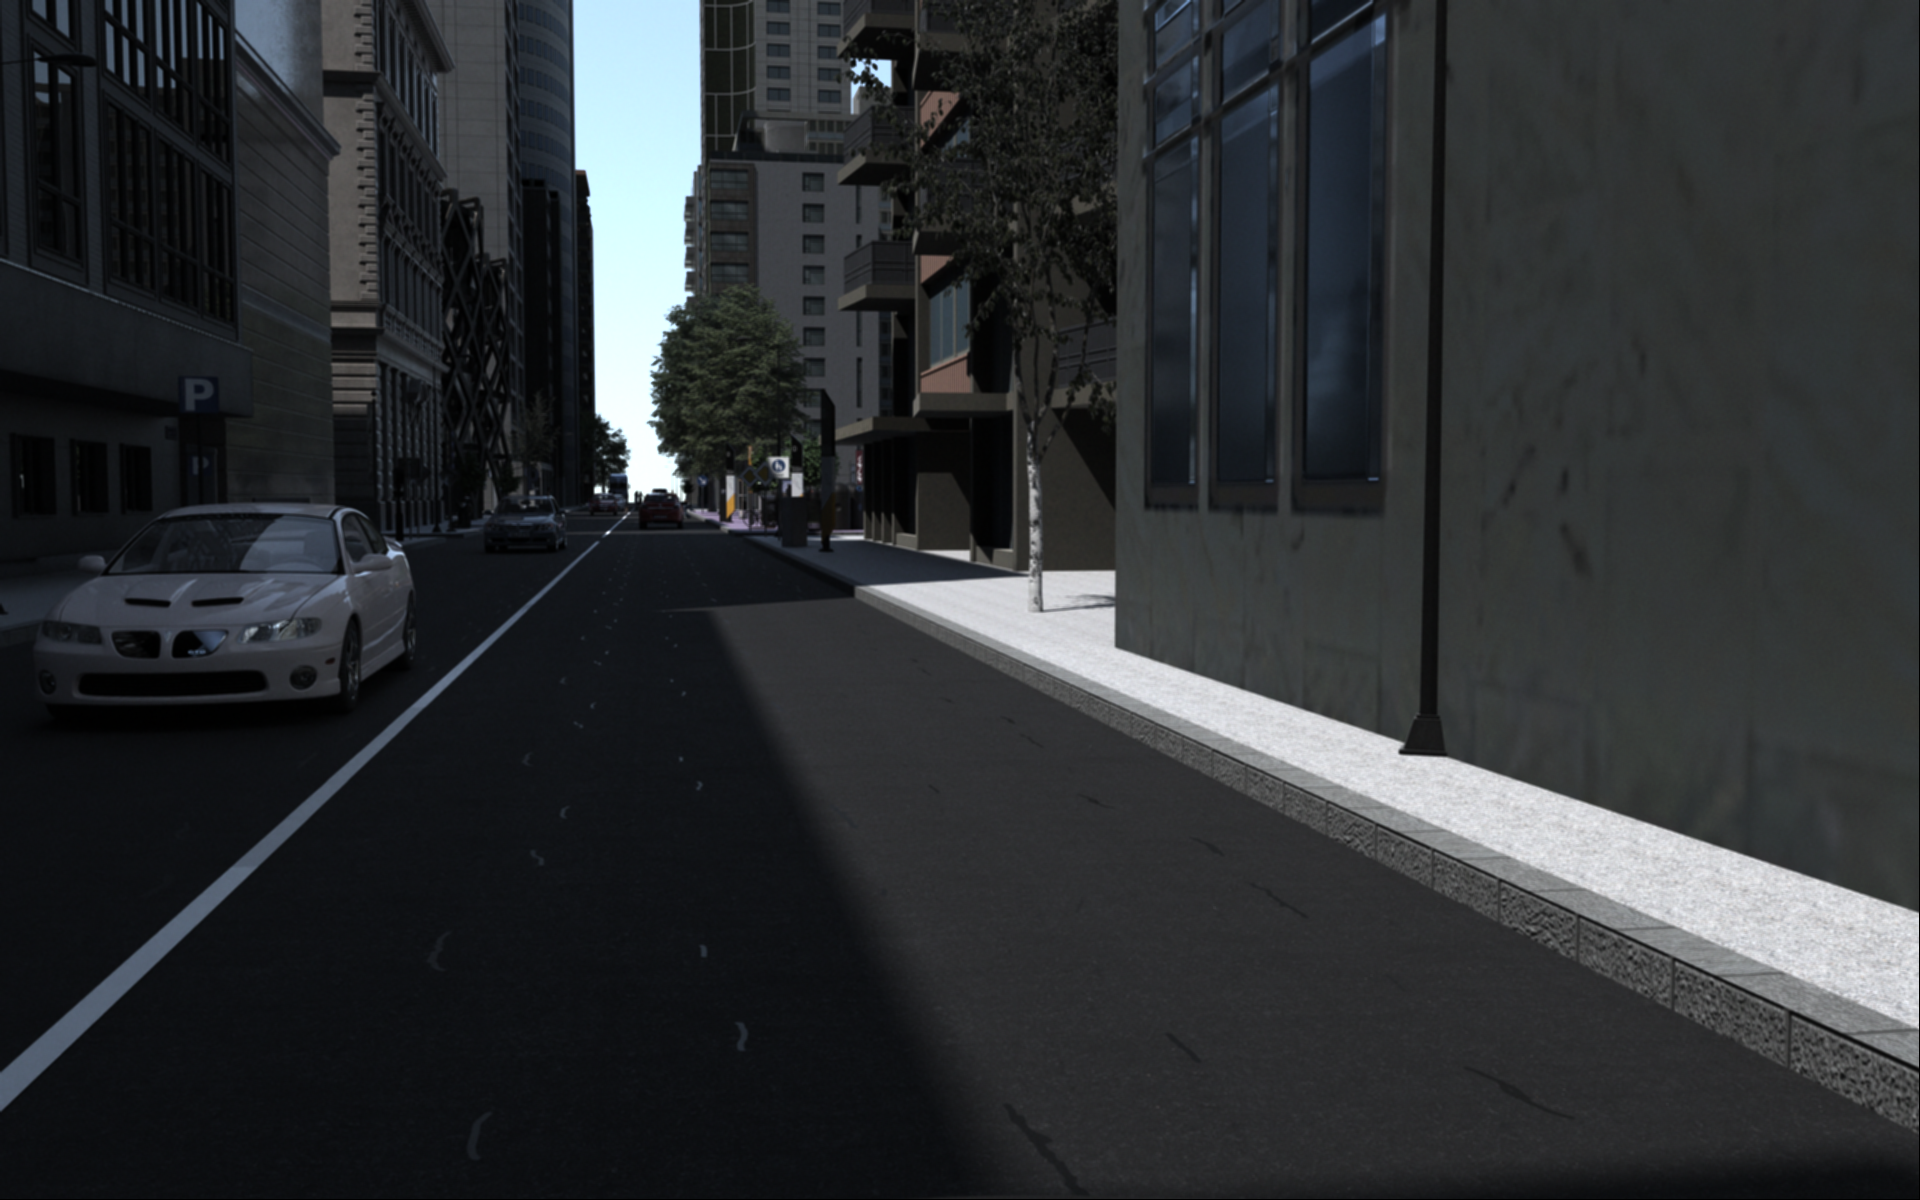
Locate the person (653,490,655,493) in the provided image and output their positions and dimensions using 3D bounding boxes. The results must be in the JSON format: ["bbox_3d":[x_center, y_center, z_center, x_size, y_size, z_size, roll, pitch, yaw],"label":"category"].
[{"bbox_3d":[-25.084,-8.147,142.227,1.217,1.766,0.721,-2,4,-26],"label":"person"}]

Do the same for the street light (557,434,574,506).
[{"bbox_3d":[-30.323,-9.804,132.838,1.470,5.913,1.316,-1,4,-10],"label":"street light"}]

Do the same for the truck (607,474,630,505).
[{"bbox_3d":[-46.246,-14.970,234.524,2.967,4.110,18.799,-1,4,-11],"label":"truck"}]

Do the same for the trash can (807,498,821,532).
[{"bbox_3d":[-4.991,-2.922,59.431,0.748,1.137,0.748,0,3,0],"label":"trash can"}]

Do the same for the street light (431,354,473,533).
[{"bbox_3d":[-16.850,-5.195,57.471,1.470,5.913,1.316,-1,4,-10],"label":"street light"}]

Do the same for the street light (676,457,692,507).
[{"bbox_3d":[-26.381,-11.810,165.630,1.470,5.913,1.316,-1,4,-10],"label":"street light"}]

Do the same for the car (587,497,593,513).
[{"bbox_3d":[-28.001,-7.478,134.849,1.945,1.354,3.894,-1,4,-11],"label":"car"}]

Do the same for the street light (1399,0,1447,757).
[{"bbox_3d":[1.803,-2.190,8.340,1.470,5.913,1.316,-1,4,-10],"label":"street light"}]

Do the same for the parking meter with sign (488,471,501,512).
[{"bbox_3d":[-33.275,-7.848,124.579,0.543,3.016,1.738,-3,5,-41],"label":"parking meter with sign"}]

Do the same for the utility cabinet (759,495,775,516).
[{"bbox_3d":[-11.477,-5.608,102.856,0.306,1.237,1.020,3,5,44],"label":"utility cabinet"}]

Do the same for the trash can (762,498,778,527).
[{"bbox_3d":[-7.312,-3.365,66.677,0.748,1.137,0.748,0,3,0],"label":"trash can"}]

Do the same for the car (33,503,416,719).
[{"bbox_3d":[-5.147,-0.018,12.657,2.083,1.381,4.827,-1,4,-10],"label":"car"}]

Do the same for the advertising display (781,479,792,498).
[{"bbox_3d":[-7.282,-4.226,74.314,0.974,1.923,0.123,-3,4,-37],"label":"advertising display"}]

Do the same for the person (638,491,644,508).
[{"bbox_3d":[-34.089,-10.715,184.482,1.217,1.735,0.721,2,4,26],"label":"person"}]

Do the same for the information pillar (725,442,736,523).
[{"bbox_3d":[-10.254,-5.264,77.415,0.504,3.616,0.183,2,4,35],"label":"information pillar"}]

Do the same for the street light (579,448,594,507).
[{"bbox_3d":[-37.971,-12.435,175.859,1.470,5.913,1.316,-1,4,-10],"label":"street light"}]

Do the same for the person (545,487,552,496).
[{"bbox_3d":[-21.691,-5.054,91.234,0.778,1.811,0.616,-1,4,-19],"label":"person"}]

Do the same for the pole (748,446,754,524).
[{"bbox_3d":[-8.856,-4.869,73.453,0.158,3.312,0.155,0,3,0],"label":"pole"}]

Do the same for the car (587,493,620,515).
[{"bbox_3d":[-24.165,-6.628,117.406,2.155,1.783,4.494,-1,4,-12],"label":"car"}]

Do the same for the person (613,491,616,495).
[{"bbox_3d":[-31.689,-9.152,158.953,1.217,1.723,0.721,1,4,14],"label":"person"}]

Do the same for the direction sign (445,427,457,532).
[{"bbox_3d":[-17.302,-4.085,58.792,0.379,3.537,0.876,0,4,2],"label":"direction sign"}]

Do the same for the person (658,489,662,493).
[{"bbox_3d":[-24.259,-8.072,140.114,1.348,1.869,0.705,0,4,2],"label":"person"}]

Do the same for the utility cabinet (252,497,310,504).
[{"bbox_3d":[-13.176,-1.375,33.651,1.020,1.237,0.306,-2,4,-30],"label":"utility cabinet"}]

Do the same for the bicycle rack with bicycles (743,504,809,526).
[{"bbox_3d":[-7.284,-3.441,69.640,2.925,0.926,2.852,-1,4,-20],"label":"bicycle rack with bicycles"}]

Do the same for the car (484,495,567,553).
[{"bbox_3d":[-10.991,-1.956,43.983,2.014,1.417,4.499,-1,4,-8],"label":"car"}]

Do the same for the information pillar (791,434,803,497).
[{"bbox_3d":[-6.397,-4.688,67.997,0.504,3.616,0.183,1,4,19],"label":"information pillar"}]

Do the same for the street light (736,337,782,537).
[{"bbox_3d":[-5.917,-4.825,51.424,1.470,5.913,1.316,-1,4,-10],"label":"street light"}]

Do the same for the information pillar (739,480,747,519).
[{"bbox_3d":[-11.112,-5.150,88.688,0.304,2.012,0.304,-3,5,-44],"label":"information pillar"}]

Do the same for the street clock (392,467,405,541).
[{"bbox_3d":[-15.264,-2.603,47.122,0.358,2.002,0.471,-2,4,-29],"label":"street clock"}]

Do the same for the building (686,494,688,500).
[{"bbox_3d":[-28.372,-36.066,281.556,32.217,40.220,23.993,-1,4,-10],"label":"building"}]

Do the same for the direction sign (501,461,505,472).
[{"bbox_3d":[-30.876,-7.659,117.225,0.379,3.537,0.876,-2,4,-34],"label":"direction sign"}]

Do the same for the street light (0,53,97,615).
[{"bbox_3d":[-9.798,-2.800,18.322,1.470,5.913,1.316,-1,4,-10],"label":"street light"}]

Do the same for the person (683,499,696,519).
[{"bbox_3d":[-15.633,-5.161,98.383,1.012,1.151,0.738,2,4,25],"label":"person"}]

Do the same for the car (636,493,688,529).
[{"bbox_3d":[-12.508,-3.890,72.639,2.155,1.783,4.494,-1,4,-8],"label":"car"}]

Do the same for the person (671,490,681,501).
[{"bbox_3d":[-22.420,-7.707,135.226,1.217,1.735,0.721,-1,4,-18],"label":"person"}]

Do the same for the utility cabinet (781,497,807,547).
[{"bbox_3d":[-4.054,-1.907,42.337,0.306,1.237,1.020,1,4,16],"label":"utility cabinet"}]

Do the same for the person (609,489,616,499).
[{"bbox_3d":[-29.323,-8.348,145.005,1.348,1.822,0.705,-3,5,-44],"label":"person"}]

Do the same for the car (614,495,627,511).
[{"bbox_3d":[-29.710,-8.366,149.146,2.083,1.381,4.827,-1,4,-9],"label":"car"}]

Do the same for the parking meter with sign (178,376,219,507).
[{"bbox_3d":[-11.564,-1.848,26.468,0.543,3.016,1.738,-1,4,-21],"label":"parking meter with sign"}]

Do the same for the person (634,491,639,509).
[{"bbox_3d":[-31.483,-9.755,168.660,0.551,1.740,0.621,3,5,39],"label":"person"}]

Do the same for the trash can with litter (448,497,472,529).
[{"bbox_3d":[-18.651,-3.246,64.452,1.055,1.170,0.624,2,4,32],"label":"trash can with litter"}]

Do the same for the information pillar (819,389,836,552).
[{"bbox_3d":[-2.926,-2.874,38.341,0.183,3.616,0.504,-3,4,-36],"label":"information pillar"}]

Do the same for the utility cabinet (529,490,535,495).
[{"bbox_3d":[-25.333,-5.743,102.570,0.318,1.500,1.173,-1,4,-12],"label":"utility cabinet"}]

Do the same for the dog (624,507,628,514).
[{"bbox_3d":[-23.739,-6.362,123.309,0.540,0.507,0.406,1,4,22],"label":"dog"}]

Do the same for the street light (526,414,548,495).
[{"bbox_3d":[-24.616,-7.835,100.645,1.470,5.913,1.316,-1,4,-10],"label":"street light"}]

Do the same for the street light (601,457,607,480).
[{"bbox_3d":[-45.165,-14.897,216.106,1.470,5.913,1.316,-1,4,-10],"label":"street light"}]
